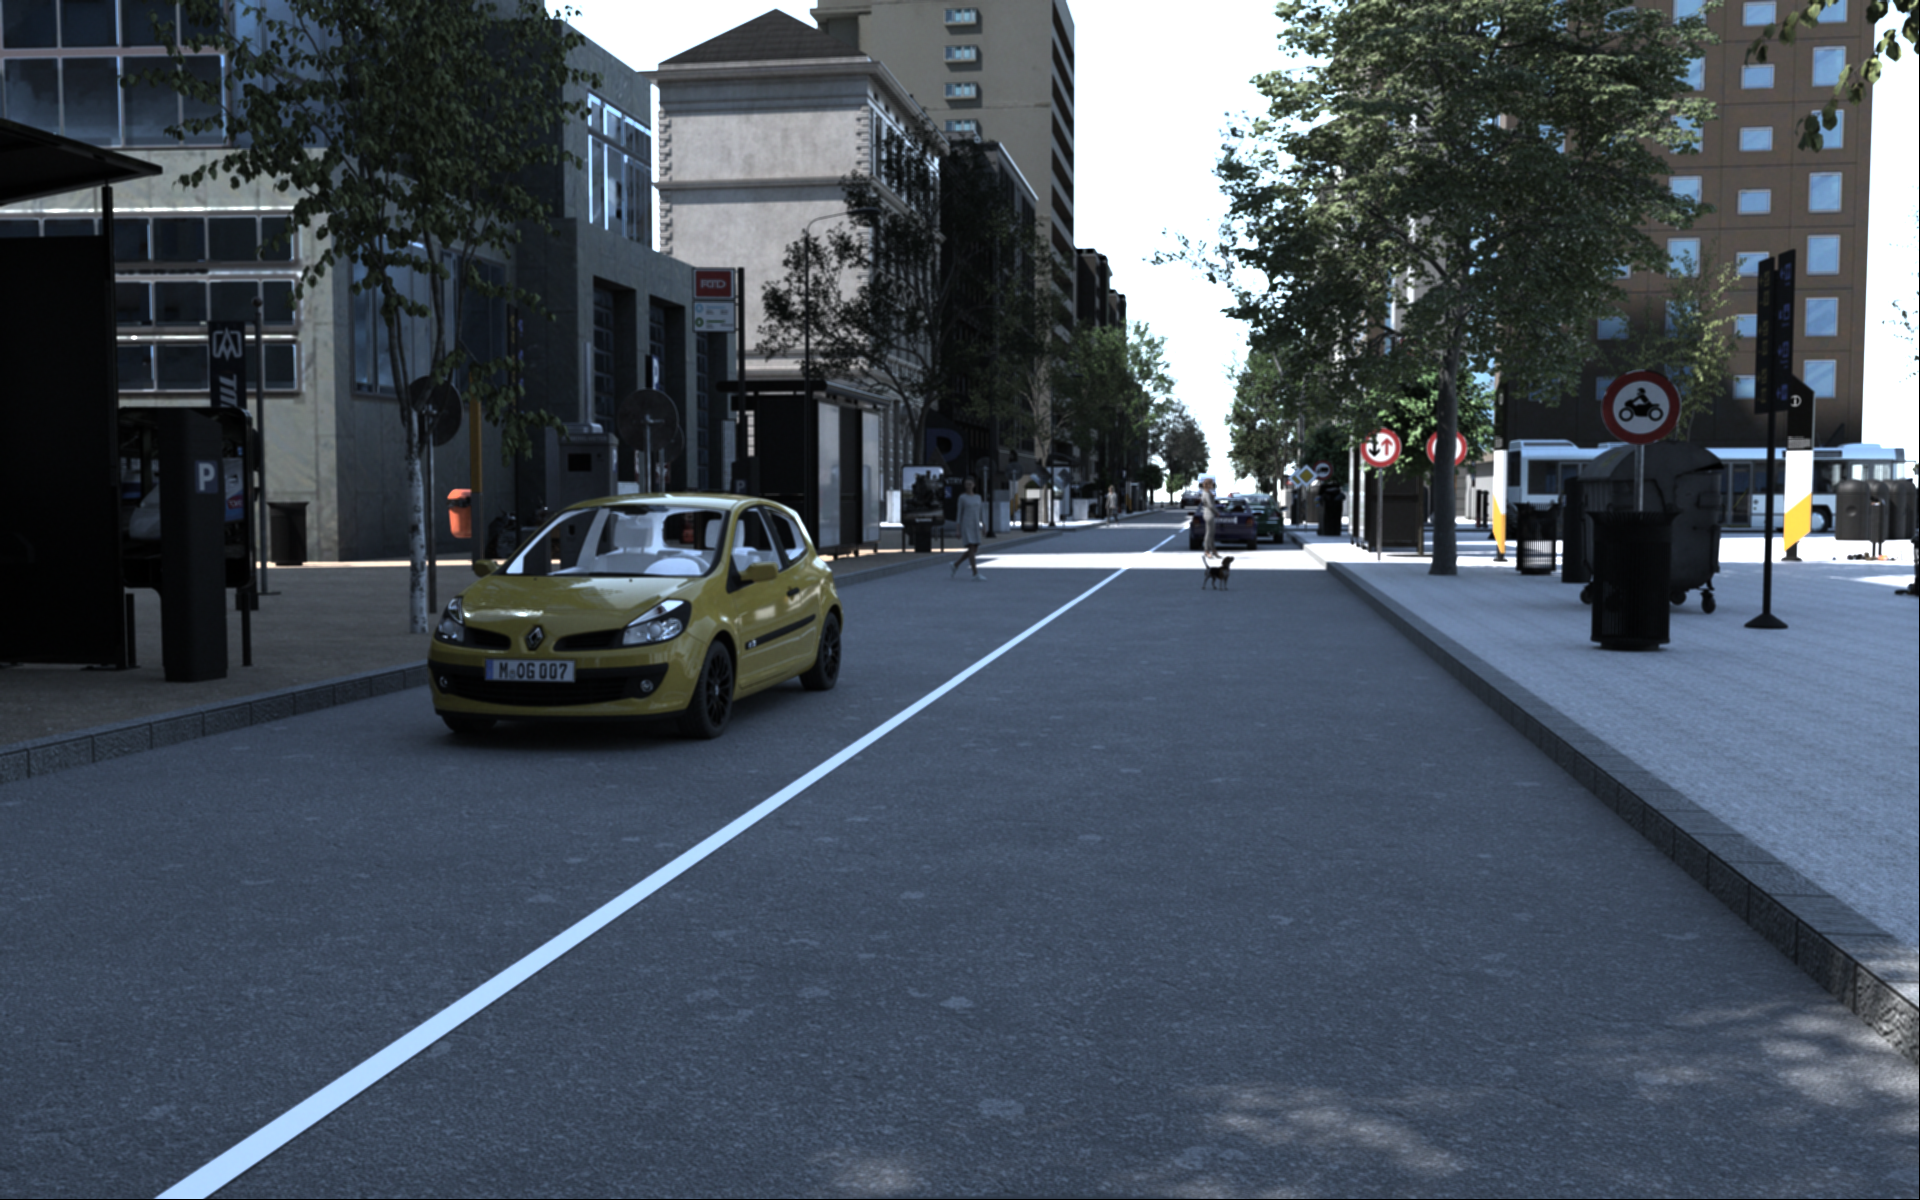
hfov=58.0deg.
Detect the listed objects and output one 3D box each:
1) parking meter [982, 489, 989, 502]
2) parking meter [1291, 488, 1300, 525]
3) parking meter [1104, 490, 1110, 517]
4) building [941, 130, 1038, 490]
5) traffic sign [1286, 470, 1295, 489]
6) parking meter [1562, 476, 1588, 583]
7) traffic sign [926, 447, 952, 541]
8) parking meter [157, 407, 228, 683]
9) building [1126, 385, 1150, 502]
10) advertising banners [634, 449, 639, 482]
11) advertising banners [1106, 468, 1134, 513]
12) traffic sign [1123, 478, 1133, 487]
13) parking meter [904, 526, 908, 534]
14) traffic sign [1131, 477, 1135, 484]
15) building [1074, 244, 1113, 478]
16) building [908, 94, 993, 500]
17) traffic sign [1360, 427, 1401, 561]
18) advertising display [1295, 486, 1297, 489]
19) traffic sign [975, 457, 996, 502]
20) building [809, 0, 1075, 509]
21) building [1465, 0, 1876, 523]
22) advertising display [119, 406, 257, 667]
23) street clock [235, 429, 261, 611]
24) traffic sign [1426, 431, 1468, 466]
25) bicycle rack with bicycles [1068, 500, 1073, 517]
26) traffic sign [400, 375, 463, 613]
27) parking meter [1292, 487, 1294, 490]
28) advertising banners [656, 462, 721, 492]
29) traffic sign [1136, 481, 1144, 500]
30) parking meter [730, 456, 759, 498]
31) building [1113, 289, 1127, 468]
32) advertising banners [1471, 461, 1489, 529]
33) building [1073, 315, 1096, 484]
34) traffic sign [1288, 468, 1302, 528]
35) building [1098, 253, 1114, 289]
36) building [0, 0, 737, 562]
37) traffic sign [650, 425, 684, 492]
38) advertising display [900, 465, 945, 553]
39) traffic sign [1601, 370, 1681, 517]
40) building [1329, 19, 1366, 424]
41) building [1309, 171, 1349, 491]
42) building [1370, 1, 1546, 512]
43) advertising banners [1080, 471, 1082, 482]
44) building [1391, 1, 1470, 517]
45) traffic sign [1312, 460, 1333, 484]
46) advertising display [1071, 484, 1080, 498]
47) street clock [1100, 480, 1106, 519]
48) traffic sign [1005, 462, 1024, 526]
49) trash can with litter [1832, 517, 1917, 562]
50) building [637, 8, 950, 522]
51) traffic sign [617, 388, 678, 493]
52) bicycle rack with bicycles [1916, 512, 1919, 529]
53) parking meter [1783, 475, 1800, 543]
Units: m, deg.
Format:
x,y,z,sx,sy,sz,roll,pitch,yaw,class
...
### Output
x,y,z,sx,sy,sz,roll,pitch,yaw,class
1.341,-5.070,91.301,0.372,1.533,0.369,0,3,0,parking meter
14.085,-3.935,72.748,0.372,1.533,0.369,0,3,0,parking meter
8.075,-5.334,95.621,0.372,1.533,0.369,0,3,0,parking meter
-2.787,-20.245,124.508,14.314,27.812,24.014,1,4,9,building
18.204,-5.767,94.295,0.884,2.594,0.081,1,4,11,traffic sign
8.914,-1.018,25.049,0.372,1.533,0.369,0,3,0,parking meter
-0.656,-2.913,47.639,0.884,2.594,0.081,1,4,16,traffic sign
-5.278,-0.381,11.934,0.255,1.863,0.399,1,4,16,parking meter
16.795,-27.040,287.149,27.650,21.520,28.899,1,4,9,building
-7.366,-2.599,38.674,0.090,3.025,2.074,0,4,2,advertising banners
10.527,-7.265,114.975,2.074,3.025,0.090,0,4,3,advertising banners
12.655,-7.994,130.808,0.768,2.556,0.104,1,4,17,traffic sign
-1.624,-3.087,56.183,0.399,1.863,0.255,1,4,18,parking meter
13.040,-8.061,131.802,0.884,2.594,0.081,1,4,14,traffic sign
9.848,-26.312,201.905,14.160,30.474,14.107,1,4,9,building
-5.201,-16.832,104.889,12.332,23.373,15.834,1,4,9,building
8.020,-2.016,33.069,0.768,2.556,0.104,1,4,15,traffic sign
22.420,-6.760,115.733,0.123,1.923,0.974,0,4,1,advertising display
0.874,-3.670,60.117,0.768,2.556,0.104,1,4,18,traffic sign
-1.399,-32.459,154.409,21.300,48.544,21.600,1,4,9,building
30.751,-26.118,77.139,14.200,45.320,14.600,1,4,9,building
-5.741,-0.467,12.854,0.974,1.923,0.123,0,4,-2,advertising display
-7.881,-0.888,19.087,0.358,2.002,0.471,-3,5,-41,street clock
9.412,-2.045,33.540,0.768,2.556,0.104,1,4,14,traffic sign
5.709,-5.156,97.680,2.852,0.926,2.925,1,4,22,bicycle rack with bicycles
-5.676,-1.129,18.569,0.768,2.556,0.104,1,4,16,traffic sign
22.822,-6.860,117.876,0.399,1.863,0.255,-1,4,-15,parking meter
-6.941,-2.953,44.467,2.074,3.025,0.090,-2,4,-29,advertising banners
14.245,-8.263,137.228,0.606,2.300,0.079,1,4,17,traffic sign
-3.351,-1.300,26.971,0.399,1.863,0.255,2,4,28,parking meter
15.740,-28.704,241.007,14.160,30.474,14.107,1,4,9,building
19.521,-4.215,65.110,0.090,3.025,2.074,0,4,-1,advertising banners
-0.654,-20.602,181.877,27.650,21.520,28.899,1,4,9,building
12.811,-3.795,65.697,0.795,2.450,0.064,1,4,9,traffic sign
9.883,-34.802,260.896,32.217,40.220,23.993,1,4,9,building
-23.923,-44.627,42.331,31.000,86.520,22.319,1,4,9,building
-4.950,-1.755,28.800,0.768,2.556,0.104,1,4,19,traffic sign
-0.816,-2.004,37.973,0.974,1.923,0.123,0,4,-6,advertising display
7.001,-1.086,17.868,0.768,2.556,0.104,1,4,17,traffic sign
55.283,-36.705,189.359,28.713,52.752,27.495,1,4,9,building
62.780,-38.550,253.998,21.300,48.544,21.600,1,4,9,building
43.061,-30.880,155.005,14.600,45.320,14.200,1,4,9,building
8.865,-8.140,129.269,0.090,3.025,2.074,1,4,16,advertising banners
38.165,-34.668,108.827,21.231,58.520,28.212,1,4,9,building
13.498,-3.939,64.507,0.768,2.556,0.104,1,4,13,traffic sign
7.511,-6.735,115.329,0.974,1.923,0.123,0,4,-5,advertising display
7.238,-5.087,87.736,0.358,2.002,0.471,0,4,2,street clock
2.141,-4.187,68.559,0.768,2.556,0.104,1,4,18,traffic sign
17.906,-1.388,33.744,1.678,1.210,2.233,1,4,16,trash can with litter
-7.342,-15.760,86.554,11.050,23.489,19.941,1,4,9,building
-3.775,-1.273,20.920,0.768,2.556,0.104,1,4,9,traffic sign
35.968,-3.030,62.925,2.925,0.926,2.852,0,4,-7,bicycle rack with bicycles
21.847,-2.431,45.458,0.255,1.863,0.399,-1,4,-14,parking meter
